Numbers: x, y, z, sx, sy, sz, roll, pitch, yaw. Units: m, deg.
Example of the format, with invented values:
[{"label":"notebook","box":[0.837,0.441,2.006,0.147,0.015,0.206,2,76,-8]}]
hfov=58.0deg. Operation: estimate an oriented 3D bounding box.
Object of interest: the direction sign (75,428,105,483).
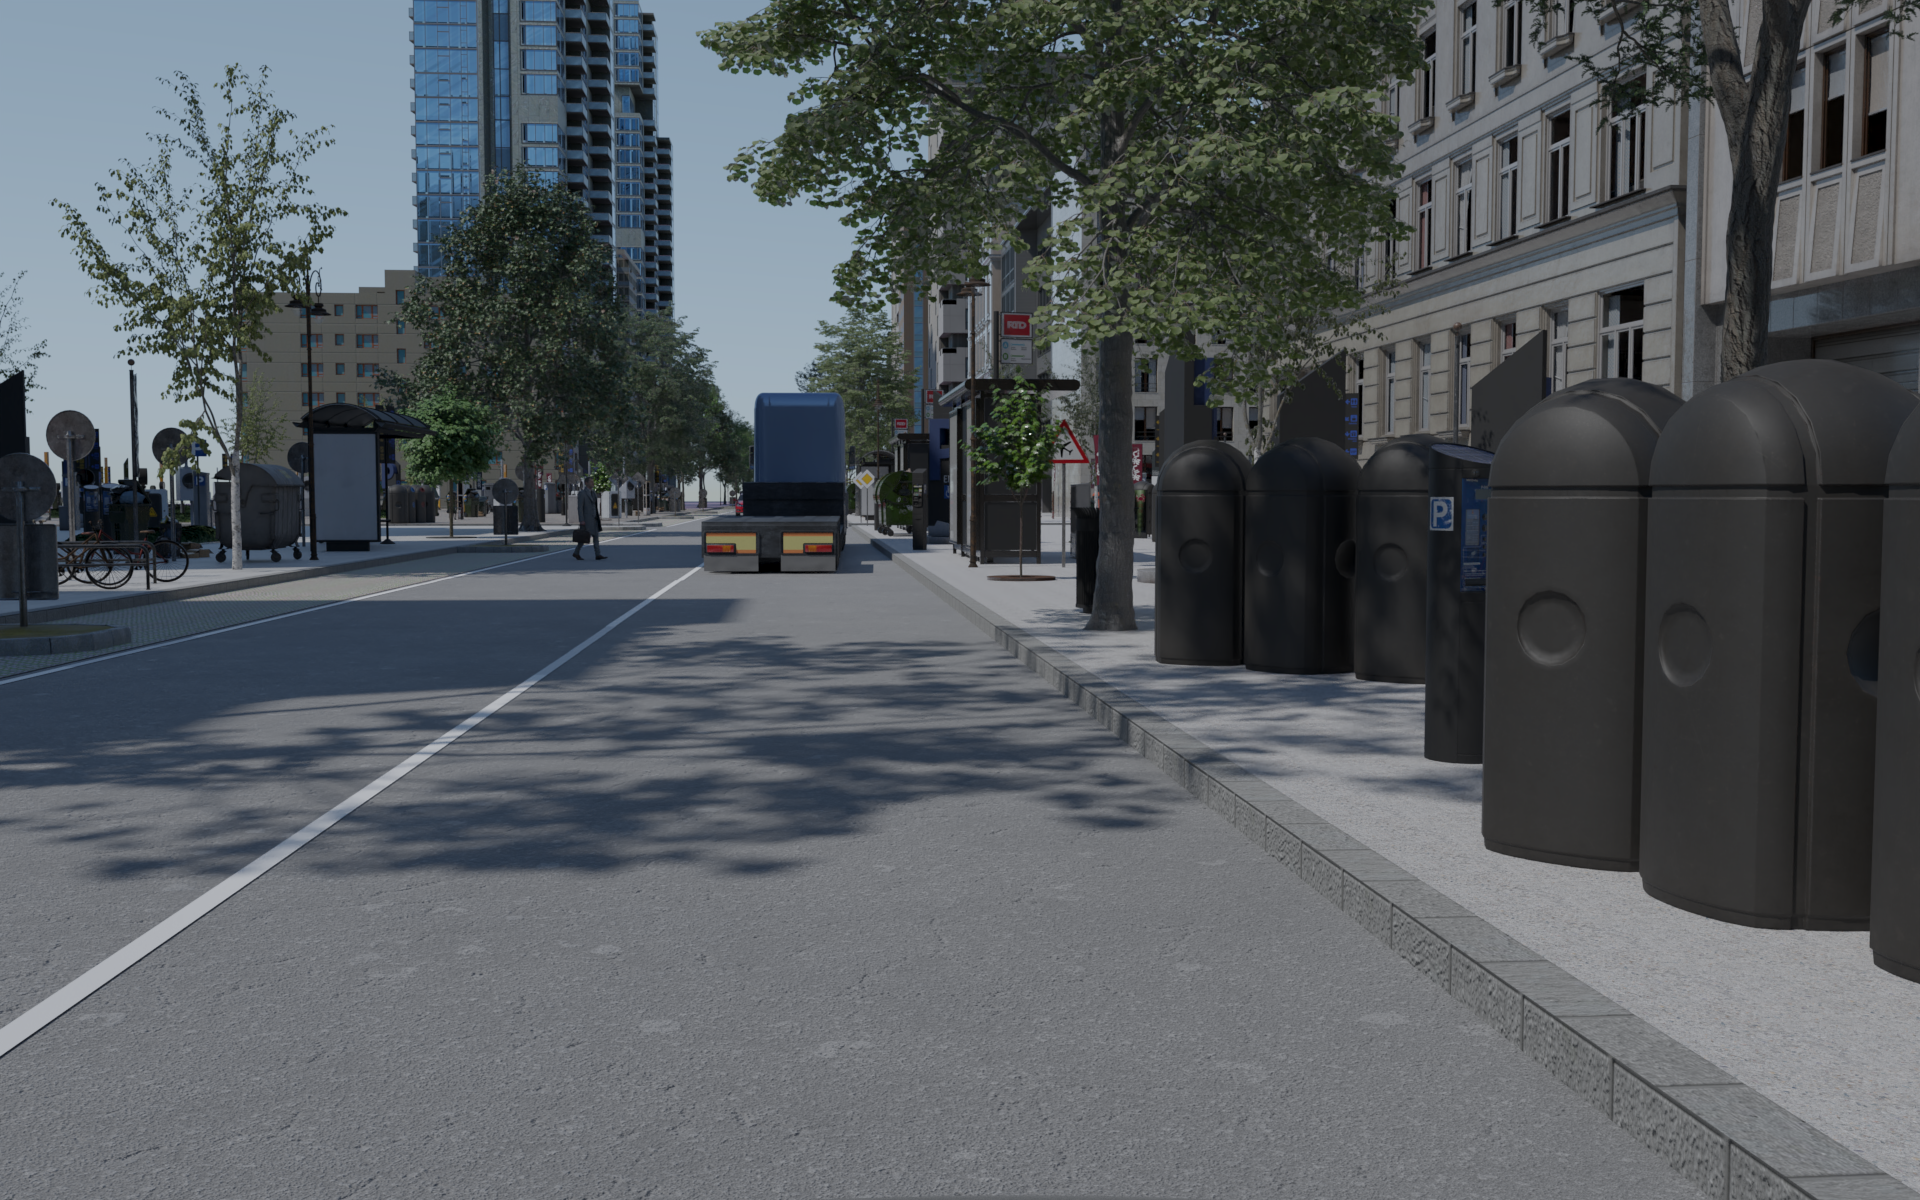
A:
[{"label":"direction sign","box":[-30.132,-4.151,59.862,0.876,3.537,0.379,0,4,4]}]

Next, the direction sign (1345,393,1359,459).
[{"label":"direction sign","box":[8.536,-2.877,39.035,0.876,3.537,0.379,2,4,29]}]

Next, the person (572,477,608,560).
[{"label":"person","box":[-8.045,-1.775,37.620,0.767,1.812,0.694,2,4,24]}]

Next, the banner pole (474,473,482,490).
[{"label":"banner pole","box":[-35.644,-8.431,127.860,0.863,3.779,0.401,-3,4,-37]}]

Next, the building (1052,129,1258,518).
[{"label":"building","box":[14.120,-14.666,94.539,16.860,20.320,10.420,0,4,-5]}]

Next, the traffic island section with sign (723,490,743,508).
[{"label":"traffic island section with sign","box":[-23.100,-10.260,176.378,1.989,1.847,2.006,0,4,-5]}]

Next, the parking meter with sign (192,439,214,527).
[{"label":"parking meter with sign","box":[-24.512,-3.655,56.027,0.543,3.016,1.738,-1,4,-16]}]

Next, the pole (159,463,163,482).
[{"label":"pole","box":[-47.250,-6.647,102.519,0.158,3.312,0.155,0,3,0]}]

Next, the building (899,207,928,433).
[{"label":"building","box":[-2.038,-37.503,263.277,14.600,45.320,14.200,0,4,-5]}]

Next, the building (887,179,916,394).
[{"label":"building","box":[2.749,-42.515,284.362,28.713,52.752,27.495,0,4,-5]}]

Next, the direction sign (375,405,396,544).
[{"label":"direction sign","box":[-14.688,-3.201,44.339,0.379,3.537,0.876,1,4,12]}]

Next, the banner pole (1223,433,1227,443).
[{"label":"banner pole","box":[10.761,-4.921,70.473,0.401,3.779,0.863,1,4,10]}]

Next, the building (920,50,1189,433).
[{"label":"building","box":[10.514,-37.636,204.590,28.713,52.752,27.495,0,4,-5]}]

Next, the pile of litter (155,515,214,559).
[{"label":"pile of litter","box":[-15.751,-1.296,35.161,1.176,0.858,1.719,0,3,0]}]

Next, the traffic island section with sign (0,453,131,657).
[{"label":"traffic island section with sign","box":[-8.900,-0.452,16.025,1.989,1.847,2.006,0,4,-5]}]

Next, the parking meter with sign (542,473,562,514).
[{"label":"parking meter with sign","box":[-26.385,-7.047,111.480,0.543,3.016,1.738,2,4,34]}]

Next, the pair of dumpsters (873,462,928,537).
[{"label":"pair of dumpsters","box":[-1.860,-3.159,54.151,1.574,2.255,4.437,0,4,-5]}]

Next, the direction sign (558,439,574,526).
[{"label":"direction sign","box":[-15.718,-4.716,69.112,0.876,3.537,0.379,3,4,36]}]

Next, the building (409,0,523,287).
[{"label":"building","box":[-48.866,-53.770,191.814,22.319,86.520,31.000,0,4,-5]}]

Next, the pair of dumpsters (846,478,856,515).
[{"label":"pair of dumpsters","box":[-6.534,-6.518,109.069,1.574,2.255,4.437,0,4,-5]}]

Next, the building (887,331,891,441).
[{"label":"building","box":[-6.010,-32.641,305.376,14.160,30.474,14.107,0,4,-5]}]

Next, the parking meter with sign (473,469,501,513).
[{"label":"parking meter with sign","box":[-32.703,-7.591,120.380,1.738,3.016,0.543,-1,4,-8]}]

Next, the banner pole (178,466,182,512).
[{"label":"banner pole","box":[-40.505,-6.109,89.900,0.401,3.779,0.863,-2,4,-35]}]

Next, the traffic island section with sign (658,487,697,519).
[{"label":"traffic island section with sign","box":[-16.279,-5.546,99.307,1.989,1.847,2.006,0,4,-5]}]

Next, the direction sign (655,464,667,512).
[{"label":"direction sign","box":[-21.574,-8.126,124.861,0.876,3.537,0.379,0,4,6]}]

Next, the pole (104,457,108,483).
[{"label":"pole","box":[-47.552,-6.280,96.522,0.158,3.312,0.155,0,3,0]}]

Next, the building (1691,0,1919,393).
[{"label":"building","box":[19.263,-12.344,19.848,12.078,24.808,19.932,0,4,-5]}]

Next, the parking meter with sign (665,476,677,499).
[{"label":"parking meter with sign","box":[-25.284,-9.434,150.501,1.738,3.016,0.543,-2,4,-33]}]

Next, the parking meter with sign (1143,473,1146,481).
[{"label":"parking meter with sign","box":[6.336,-4.055,62.558,1.738,3.016,0.543,3,5,43]}]

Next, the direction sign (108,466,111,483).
[{"label":"direction sign","box":[-69.864,-9.146,141.537,0.876,3.537,0.379,-1,4,-22]}]

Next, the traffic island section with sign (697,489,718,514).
[{"label":"traffic island section with sign","box":[-18.658,-7.188,126.158,1.989,1.847,2.006,0,4,-5]}]

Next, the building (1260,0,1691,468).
[{"label":"building","box":[18.635,-12.950,45.014,16.112,22.955,30.059,0,4,-5]}]

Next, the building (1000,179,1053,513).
[{"label":"building","box":[11.305,-18.347,119.042,14.314,24.678,30.058,0,4,-5]}]

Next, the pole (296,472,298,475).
[{"label":"pole","box":[-50.341,-8.427,131.630,0.158,3.312,0.155,0,3,0]}]

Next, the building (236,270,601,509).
[{"label":"building","box":[-49.385,-19.486,163.640,27.650,21.520,28.899,0,4,-5]}]

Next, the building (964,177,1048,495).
[{"label":"building","box":[7.719,-21.892,143.838,13.634,28.700,20.117,0,4,-5]}]

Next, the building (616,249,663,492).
[{"label":"building","box":[-60.467,-34.432,254.843,32.217,40.220,23.993,0,4,-5]}]

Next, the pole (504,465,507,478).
[{"label":"pole","box":[-31.361,-7.689,119.552,0.158,3.312,0.155,0,3,0]}]

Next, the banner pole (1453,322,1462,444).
[{"label":"banner pole","box":[7.174,-2.146,25.105,0.401,3.779,0.863,1,4,18]}]

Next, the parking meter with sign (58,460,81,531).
[{"label":"parking meter with sign","box":[-31.543,-3.983,61.384,0.543,3.016,1.738,-1,4,-15]}]

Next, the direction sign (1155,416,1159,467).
[{"label":"direction sign","box":[6.062,-3.546,49.982,0.876,3.537,0.379,0,4,1]}]

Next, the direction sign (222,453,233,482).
[{"label":"direction sign","box":[-40.849,-6.414,96.870,0.379,3.537,0.876,2,4,31]}]

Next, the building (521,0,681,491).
[{"label":"building","box":[-56.836,-59.306,282.316,22.319,86.520,31.000,0,4,-5]}]

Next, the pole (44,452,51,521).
[{"label":"pole","box":[-44.084,-5.494,83.663,0.158,3.312,0.155,0,3,0]}]

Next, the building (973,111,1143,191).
[{"label":"building","box":[14.402,-29.819,179.426,32.217,40.220,23.993,0,4,-5]}]

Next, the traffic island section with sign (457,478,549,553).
[{"label":"traffic island section with sign","box":[-11.269,-2.095,42.876,1.989,1.847,2.006,0,4,-5]}]
